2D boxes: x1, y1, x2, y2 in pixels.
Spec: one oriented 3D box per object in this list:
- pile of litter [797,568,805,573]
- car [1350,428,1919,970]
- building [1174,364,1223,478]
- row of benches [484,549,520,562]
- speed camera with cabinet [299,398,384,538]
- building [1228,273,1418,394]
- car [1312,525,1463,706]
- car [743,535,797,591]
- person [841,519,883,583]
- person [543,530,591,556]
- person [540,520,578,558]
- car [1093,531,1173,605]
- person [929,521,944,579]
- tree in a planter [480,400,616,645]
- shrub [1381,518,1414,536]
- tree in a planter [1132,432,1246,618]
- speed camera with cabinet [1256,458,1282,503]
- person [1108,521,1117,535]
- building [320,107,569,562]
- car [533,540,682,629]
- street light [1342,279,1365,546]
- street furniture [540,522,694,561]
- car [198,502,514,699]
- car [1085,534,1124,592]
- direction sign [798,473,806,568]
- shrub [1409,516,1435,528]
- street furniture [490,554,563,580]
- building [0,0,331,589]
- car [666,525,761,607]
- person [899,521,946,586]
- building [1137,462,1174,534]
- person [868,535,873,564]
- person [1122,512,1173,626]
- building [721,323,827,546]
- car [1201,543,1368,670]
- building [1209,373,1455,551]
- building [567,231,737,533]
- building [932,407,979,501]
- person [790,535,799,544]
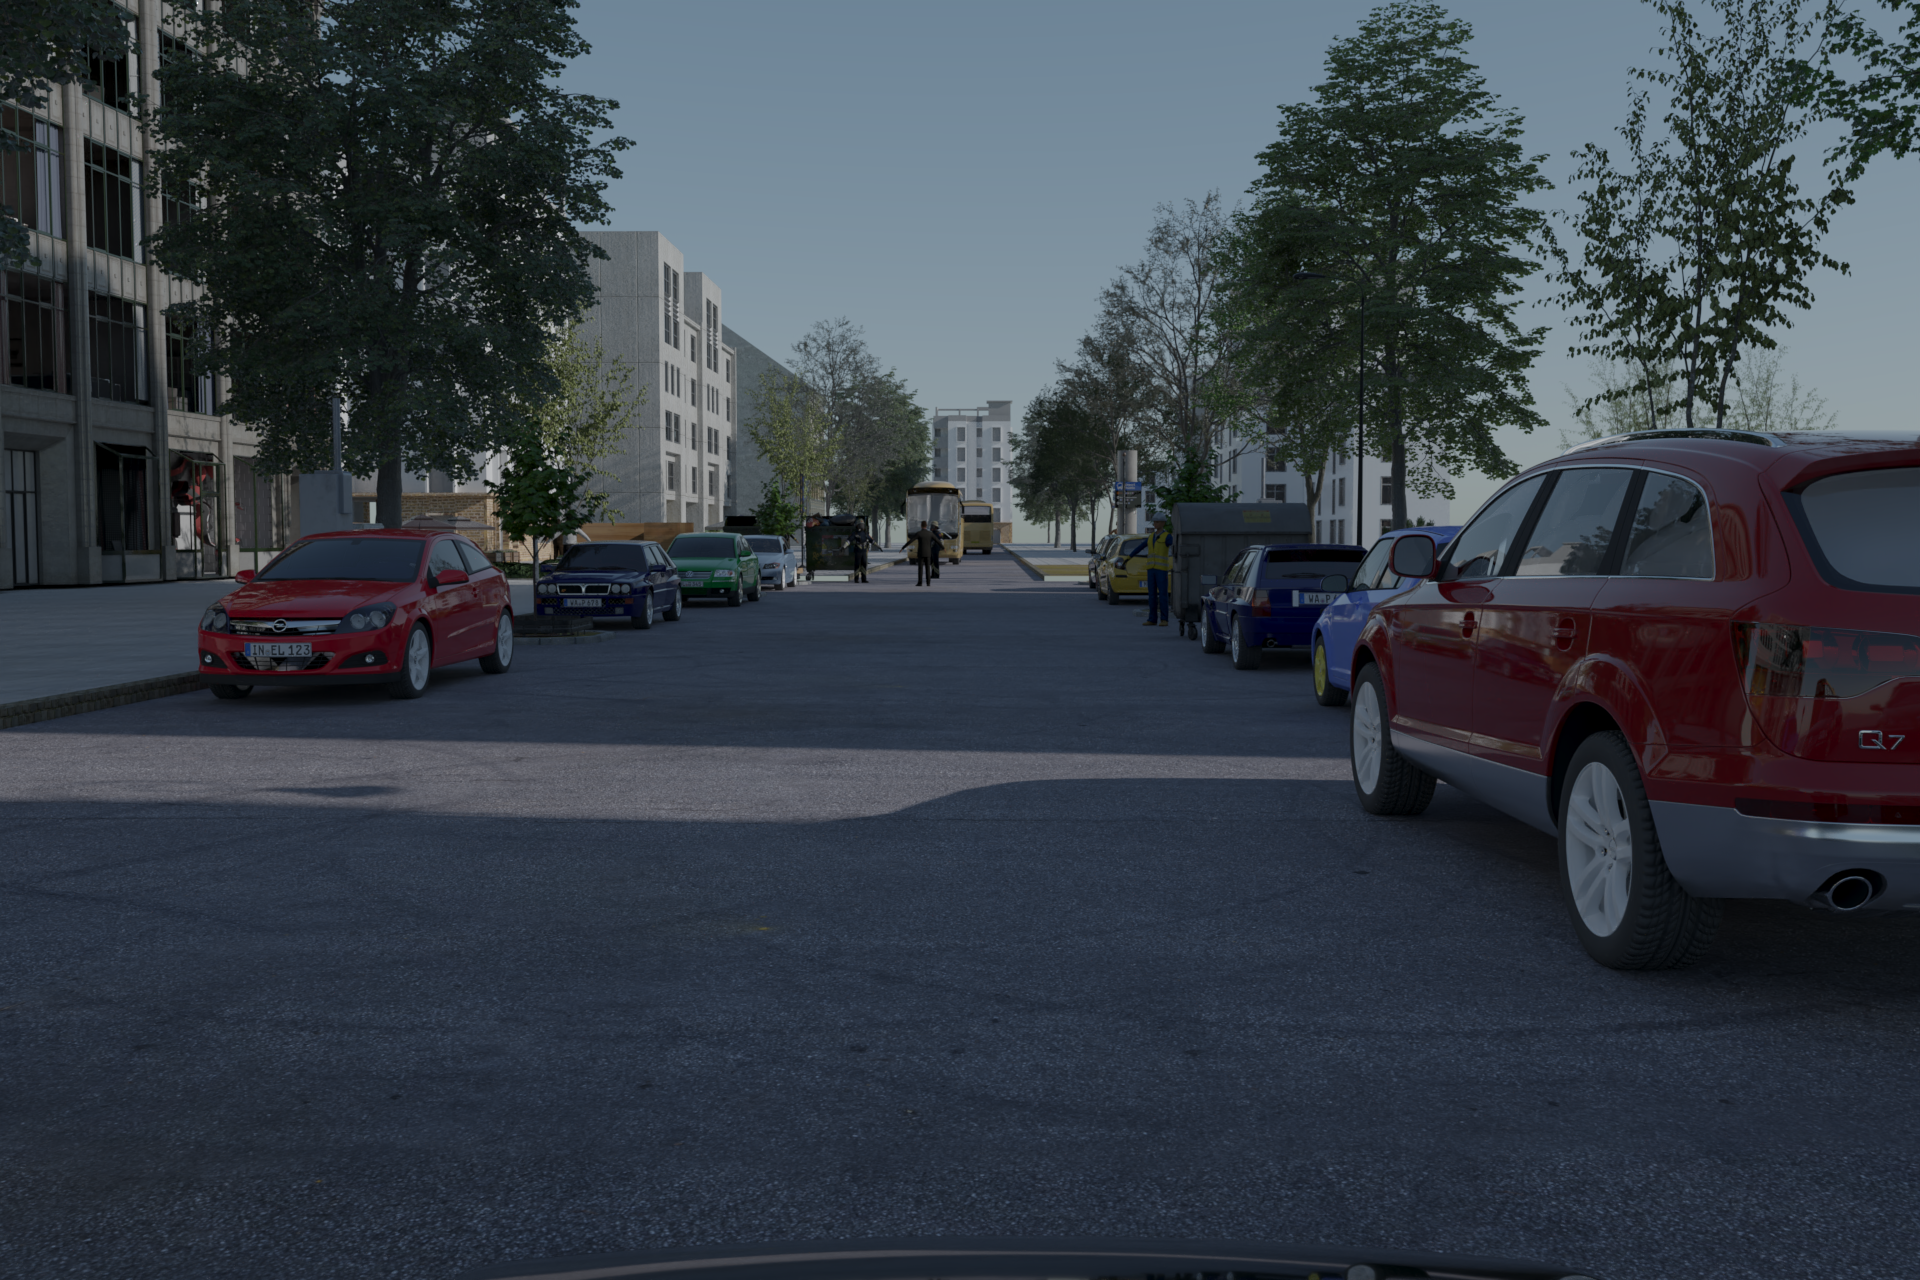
[{"bbox_3d":[-5.698,-2.632,56.998,1.176,0.858,1.719,0,4,2],"label":"pile of litter"},{"bbox_3d":[3.097,0.088,7.237,2.281,1.827,5.304,0,4,-1],"label":"car"},{"bbox_3d":[28.792,-20.415,190.204,16.016,20.090,11.380,0,4,1],"label":"building"},{"bbox_3d":[-18.695,-3.372,70.598,1.422,0.672,4.104,0,4,-1],"label":"row of benches"},{"bbox_3d":[-9.270,-1.937,26.010,0.660,3.252,2.038,0,3,0],"label":"speed camera with cabinet"},{"bbox_3d":[25.459,-16.821,131.443,16.016,20.090,11.380,0,4,1],"label":"building"},{"bbox_3d":[3.825,-0.229,13.338,1.945,1.707,3.694,0,3,0],"label":"car"},{"bbox_3d":[-5.311,-2.048,45.489,2.014,1.417,4.499,0,4,1],"label":"car"},{"bbox_3d":[-2.899,-2.592,50.609,1.354,1.856,0.705,-2,4,-30],"label":"person"},{"bbox_3d":[-10.126,-2.370,44.901,1.344,1.810,0.704,-2,4,-30],"label":"person"},{"bbox_3d":[-13.891,-3.292,59.961,1.346,1.812,0.704,0,4,3],"label":"person"},{"bbox_3d":[3.839,-1.602,36.411,2.015,1.641,3.980,0,3,0],"label":"car"},{"bbox_3d":[-0.839,-2.902,55.677,0.705,1.856,1.354,-2,4,-29],"label":"person"},{"bbox_3d":[-5.732,-1.592,23.258,1.991,3.239,1.994,0,4,1],"label":"tree in a planter"},{"bbox_3d":[16.586,-3.704,64.981,1.690,2.028,1.600,0,3,0],"label":"shrub"},{"bbox_3d":[4.061,-2.030,30.408,1.991,3.239,1.994,0,4,1],"label":"tree in a planter"},{"bbox_3d":[8.029,-3.053,44.256,0.660,3.252,2.038,0,4,1],"label":"speed camera with cabinet"},{"bbox_3d":[5.322,-3.143,58.191,1.217,1.733,0.721,1,4,10],"label":"person"},{"bbox_3d":[-25.480,-13.530,77.632,16.016,20.090,11.380,0,3,0],"label":"building"},{"bbox_3d":[-5.505,-0.900,27.296,1.945,1.354,3.894,0,4,1],"label":"car"},{"bbox_3d":[7.686,-3.566,30.847,1.470,5.913,1.316,0,4,1],"label":"street light"},{"bbox_3d":[-12.145,-3.811,69.165,9.812,1.723,11.010,-1,4,-17],"label":"street furniture"},{"bbox_3d":[-5.576,-0.450,16.391,2.155,1.783,4.494,0,4,1],"label":"car"},{"bbox_3d":[4.247,-2.118,44.418,2.009,1.686,4.222,0,4,1],"label":"car"},{"bbox_3d":[-5.910,-4.454,64.812,0.379,3.537,0.876,0,4,3],"label":"direction sign"},{"bbox_3d":[17.791,-3.812,66.739,1.690,2.028,1.600,0,3,0],"label":"shrub"},{"bbox_3d":[-11.847,-2.314,53.463,5.734,0.657,10.072,1,4,17],"label":"street furniture"},{"bbox_3d":[-27.057,-13.574,38.587,14.369,24.946,33.146,0,4,2],"label":"building"},{"bbox_3d":[-5.181,-1.638,35.576,1.959,1.807,4.718,0,4,1],"label":"car"},{"bbox_3d":[-0.998,-2.374,47.490,1.346,1.802,0.704,-1,4,-18],"label":"person"},{"bbox_3d":[25.276,-16.300,208.652,9.099,9.664,28.070,0,4,1],"label":"building"},{"bbox_3d":[-3.974,-4.105,73.256,0.704,1.843,1.345,1,4,22],"label":"person"},{"bbox_3d":[3.045,-1.105,26.987,1.216,1.772,0.721,3,5,42],"label":"person"},{"bbox_3d":[-24.785,-21.883,188.717,19.493,23.208,18.063,0,4,0],"label":"building"},{"bbox_3d":[3.769,-0.430,19.610,1.945,1.354,3.894,0,4,0],"label":"car"},{"bbox_3d":[21.374,-9.913,104.233,9.099,9.664,28.070,0,4,1],"label":"building"},{"bbox_3d":[-25.717,-15.336,117.204,16.747,18.905,31.486,0,4,1],"label":"building"},{"bbox_3d":[-3.691,-23.876,249.247,11.380,20.090,16.016,0,4,3],"label":"building"},{"bbox_3d":[-6.832,-3.781,67.759,0.705,1.837,1.347,3,4,36],"label":"person"}]
